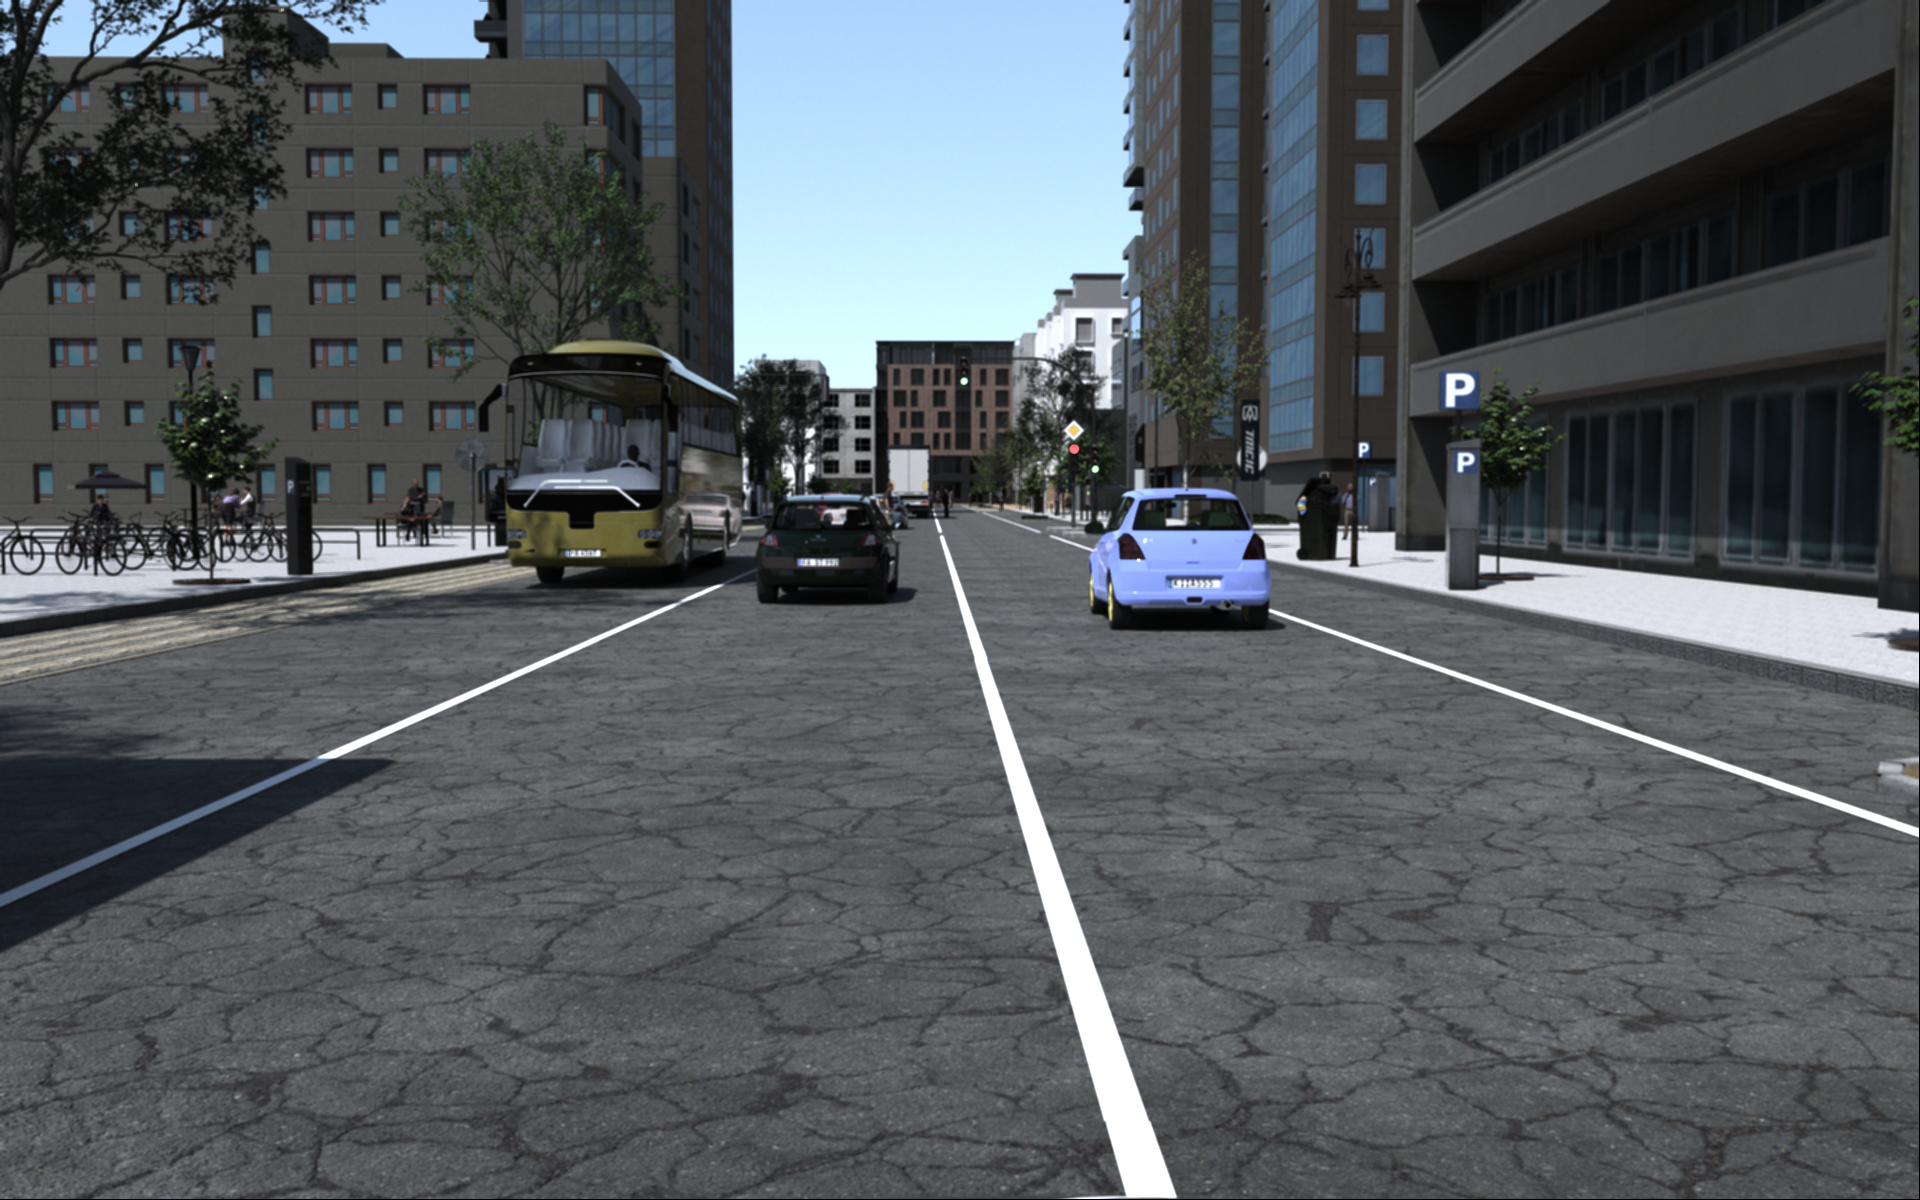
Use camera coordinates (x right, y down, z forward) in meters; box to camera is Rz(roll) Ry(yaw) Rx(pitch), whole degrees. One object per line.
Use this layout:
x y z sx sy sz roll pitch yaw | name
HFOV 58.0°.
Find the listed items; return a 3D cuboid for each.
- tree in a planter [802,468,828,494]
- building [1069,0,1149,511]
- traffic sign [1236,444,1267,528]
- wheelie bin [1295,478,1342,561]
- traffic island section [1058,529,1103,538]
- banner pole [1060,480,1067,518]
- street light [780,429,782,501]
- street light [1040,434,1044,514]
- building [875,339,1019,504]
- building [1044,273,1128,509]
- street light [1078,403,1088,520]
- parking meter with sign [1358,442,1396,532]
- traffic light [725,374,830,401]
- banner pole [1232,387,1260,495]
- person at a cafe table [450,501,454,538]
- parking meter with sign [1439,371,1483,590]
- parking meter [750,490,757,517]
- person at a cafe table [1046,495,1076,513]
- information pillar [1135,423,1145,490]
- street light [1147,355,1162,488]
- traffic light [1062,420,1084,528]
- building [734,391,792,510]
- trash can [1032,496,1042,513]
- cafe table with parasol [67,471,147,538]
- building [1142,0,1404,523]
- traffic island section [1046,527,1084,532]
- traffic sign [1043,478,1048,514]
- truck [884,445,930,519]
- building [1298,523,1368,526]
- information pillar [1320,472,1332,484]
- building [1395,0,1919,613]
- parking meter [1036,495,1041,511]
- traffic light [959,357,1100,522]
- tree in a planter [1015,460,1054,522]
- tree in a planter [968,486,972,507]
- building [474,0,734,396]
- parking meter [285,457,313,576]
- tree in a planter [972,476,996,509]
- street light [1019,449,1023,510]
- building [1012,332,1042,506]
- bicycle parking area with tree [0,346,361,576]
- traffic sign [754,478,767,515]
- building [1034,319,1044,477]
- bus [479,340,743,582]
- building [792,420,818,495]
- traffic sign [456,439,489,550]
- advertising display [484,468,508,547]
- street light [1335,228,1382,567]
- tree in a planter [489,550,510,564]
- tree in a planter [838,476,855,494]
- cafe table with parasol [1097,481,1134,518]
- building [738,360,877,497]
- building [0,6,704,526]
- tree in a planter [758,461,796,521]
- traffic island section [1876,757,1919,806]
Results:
-10.113 -7.495 119.763 1.991 3.239 1.994 0 4 -1 | tree in a planter
20.349 -49.614 123.867 22.319 86.520 31.000 0 4 -1 | building
7.217 -2.617 42.901 0.768 2.556 0.104 0 4 8 | traffic sign
6.981 -1.569 33.554 0.980 1.594 0.693 -3 5 -40 | wheelie bin
4.479 -2.175 57.835 2.009 0.180 2.903 0 4 -1 | traffic island section
5.757 -6.273 92.572 0.863 3.779 0.401 -1 4 -18 | banner pole
-12.446 -9.047 120.699 0.468 5.910 1.993 0 4 -1 | street light
5.431 -8.611 113.581 0.468 5.910 1.993 0 4 -1 | street light
4.875 -24.315 241.522 32.646 21.610 27.936 0 4 -1 | building
16.115 -18.198 153.962 16.016 20.091 11.380 0 4 -1 | building
6.076 -6.946 86.348 0.468 5.910 1.993 0 4 -1 | street light
14.140 -3.798 58.354 1.738 3.016 0.543 -3 4 -38 | parking meter with sign
-7.316 -5.556 65.510 4.771 5.953 1.251 0 4 -1 | traffic light
6.618 -3.085 40.461 0.863 3.779 0.401 -1 4 -12 | banner pole
-15.562 -2.437 50.706 1.726 1.238 1.698 2 4 32 | person at a cafe table
6.901 -1.685 23.816 0.543 3.016 1.738 1 4 12 | parking meter with sign
-11.643 -5.469 97.833 0.372 1.533 0.369 0 3 0 | parking meter
6.983 -6.413 115.708 1.698 1.238 1.726 3 5 43 | person at a cafe table
5.987 -4.053 57.628 0.183 3.616 0.504 -2 4 -27 | information pillar
6.502 -5.170 57.318 0.468 5.910 1.993 0 4 -1 | street light
4.292 -4.696 65.704 0.839 4.253 0.868 0 4 -1 | traffic light
-20.980 -13.041 155.365 9.099 9.664 28.070 0 4 -1 | building
5.288 -6.507 118.051 0.748 1.137 0.748 0 3 0 | trash can
-25.081 -2.818 50.941 2.610 1.966 2.610 1 4 22 | cafe table with parasol
17.380 -26.924 90.322 14.600 45.320 14.200 0 4 -1 | building
4.333 -2.663 65.818 2.009 0.180 2.903 0 4 -1 | traffic island section
5.243 -6.512 108.600 0.606 2.300 0.079 0 4 5 | traffic sign
-3.165 -7.076 104.610 2.839 4.237 11.283 0 4 -2 | truck
21.417 -25.965 74.641 14.200 45.320 14.600 0 4 -1 | building
12.350 -3.303 58.493 0.304 2.012 0.304 2 4 33 | information pillar
20.778 -24.715 27.791 21.300 48.544 21.600 0 4 -1 | building
5.627 -7.319 125.383 0.255 1.863 0.399 3 5 44 | parking meter
2.349 -5.069 57.540 4.771 5.953 1.251 0 4 -1 | traffic light
3.875 -5.698 90.383 1.991 3.239 1.994 0 4 -1 | tree in a planter
1.945 -12.125 195.470 1.991 3.239 1.994 0 4 -1 | tree in a planter
-22.476 -28.281 112.507 14.600 45.320 14.200 0 4 -1 | building
-10.446 -1.325 27.379 0.399 1.863 0.255 3 5 39 | parking meter
2.440 -10.478 168.531 1.991 3.239 1.994 0 4 -1 | tree in a planter
4.913 -10.259 140.523 0.468 5.910 1.993 0 4 -1 | street light
15.142 -20.286 198.140 16.747 18.905 31.486 0 4 -1 | building
-15.735 -2.707 31.260 9.016 4.147 8.231 2 4 28 | bicycle parking area with tree
-12.033 -6.420 104.972 0.884 2.594 0.081 0 4 -1 | traffic sign
15.247 -18.892 165.306 16.016 20.091 11.380 0 4 -1 | building
-5.776 -2.439 31.431 2.896 3.916 12.252 0 4 -2 | bus
-20.821 -14.755 183.390 9.099 9.664 28.070 0 4 -1 | building
-11.186 -2.424 39.736 0.768 2.556 0.104 0 4 3 | traffic sign
-11.252 -2.281 42.512 0.123 1.923 0.974 2 4 32 | advertising display
6.952 -3.522 30.375 0.468 5.910 1.993 0 4 -1 | street light
-8.578 -2.372 36.006 1.991 3.239 1.994 0 4 -1 | tree in a planter
-11.002 -10.427 167.703 1.991 3.239 1.994 0 4 -1 | tree in a planter
8.171 -5.374 92.726 2.610 1.966 2.610 -1 4 -15 | cafe table with parasol
-27.094 -22.604 236.035 31.486 18.905 16.747 0 4 -1 | building
-28.090 -14.572 83.296 27.650 21.520 28.899 0 4 -1 | building
-9.600 -5.762 91.435 1.991 3.239 1.994 0 4 -1 | tree in a planter
5.403 0.912 7.947 1.991 0.108 1.994 0 4 -1 | traffic island section
